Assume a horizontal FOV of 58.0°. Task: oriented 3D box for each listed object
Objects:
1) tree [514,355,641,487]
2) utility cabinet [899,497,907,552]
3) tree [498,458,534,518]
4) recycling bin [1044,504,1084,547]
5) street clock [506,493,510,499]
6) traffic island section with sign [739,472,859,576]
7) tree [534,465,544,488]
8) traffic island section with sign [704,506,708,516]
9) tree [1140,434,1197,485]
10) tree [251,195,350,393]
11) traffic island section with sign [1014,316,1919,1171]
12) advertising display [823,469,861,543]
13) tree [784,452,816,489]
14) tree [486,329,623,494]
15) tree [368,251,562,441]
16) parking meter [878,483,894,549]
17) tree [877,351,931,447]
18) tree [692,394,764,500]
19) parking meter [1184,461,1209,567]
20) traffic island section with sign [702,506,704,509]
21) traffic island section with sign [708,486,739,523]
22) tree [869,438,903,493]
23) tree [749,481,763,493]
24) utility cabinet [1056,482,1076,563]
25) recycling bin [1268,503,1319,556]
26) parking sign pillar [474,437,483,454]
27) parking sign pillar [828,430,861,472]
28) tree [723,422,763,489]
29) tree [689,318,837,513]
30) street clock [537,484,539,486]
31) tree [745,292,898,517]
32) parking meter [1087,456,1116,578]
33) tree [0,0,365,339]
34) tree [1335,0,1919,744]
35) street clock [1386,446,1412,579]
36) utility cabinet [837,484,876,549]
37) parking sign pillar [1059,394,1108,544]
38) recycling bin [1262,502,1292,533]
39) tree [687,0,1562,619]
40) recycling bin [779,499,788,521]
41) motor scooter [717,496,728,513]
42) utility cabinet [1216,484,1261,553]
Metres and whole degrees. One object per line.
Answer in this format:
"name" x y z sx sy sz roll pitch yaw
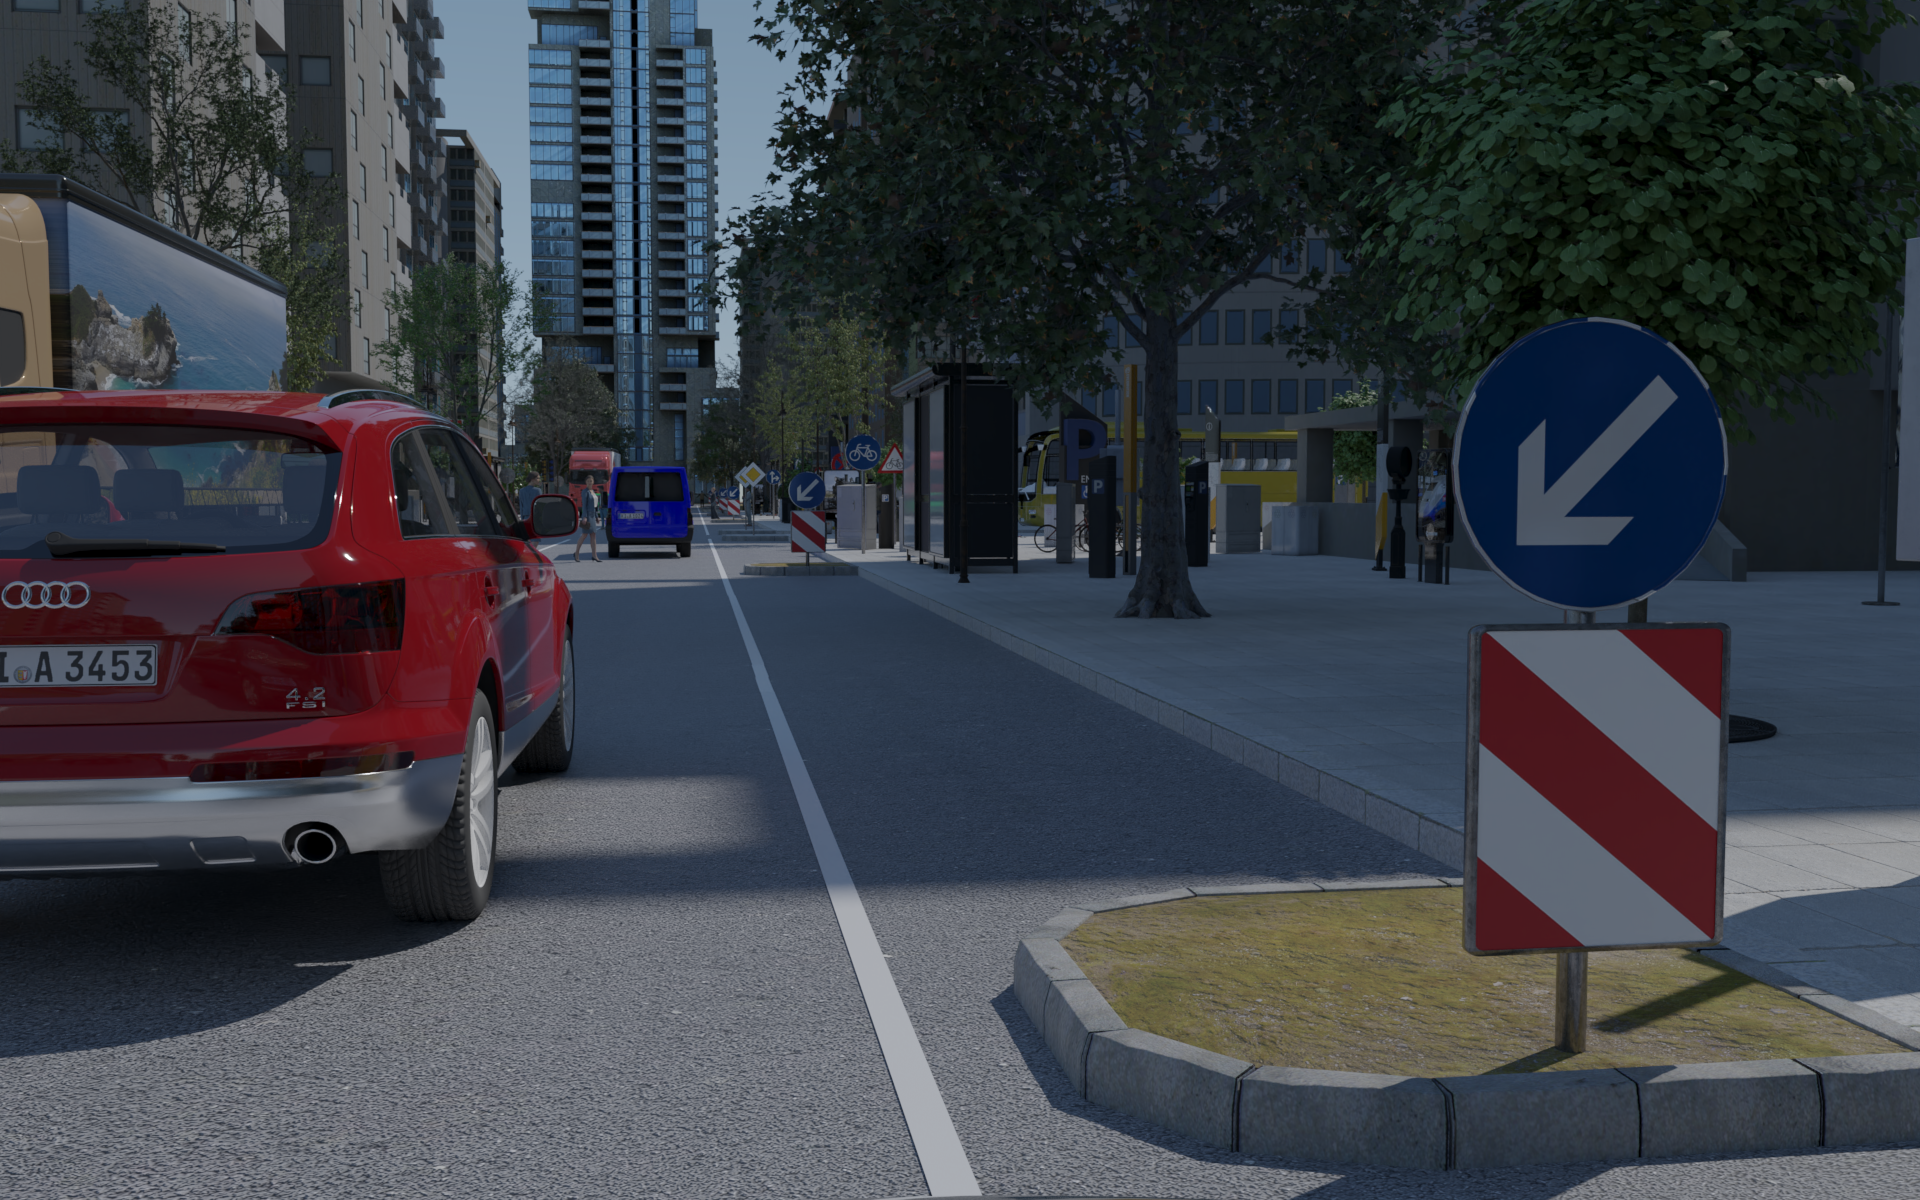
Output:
"tree" -31.558 -13.718 141.290 9.611 12.733 9.660 0 3 0
"utility cabinet" -0.926 -1.683 38.676 0.306 1.237 1.020 3 4 38
"tree" -24.101 -6.047 93.464 1.663 3.219 1.824 0 3 0
"recycling bin" 2.537 -1.814 42.214 0.722 1.027 0.722 3 5 42
"street clock" -28.517 -6.418 109.502 0.358 2.002 0.471 2 4 27
"traffic island section with sign" -2.907 -1.386 31.292 1.989 1.847 2.006 -1 4 -9
"tree" -24.407 -6.285 97.369 1.663 3.219 1.824 0 3 0
"traffic island section with sign" -15.596 -6.413 113.479 1.989 1.847 2.006 -1 4 -9
"tree" 5.677 -3.199 46.907 1.663 3.219 1.824 0 3 0
"tree" -16.871 -5.645 42.652 4.737 8.622 4.395 0 3 0
"traffic island section with sign" 1.202 0.243 4.650 1.989 1.847 2.006 -1 4 -9
"advertising display" -3.065 -2.429 44.935 0.974 1.923 0.123 0 4 4
"tree" -6.466 -4.773 72.645 1.663 3.219 1.824 0 3 0
"tree" -29.964 -13.339 128.457 12.009 13.543 11.850 0 3 0
"tree" -20.956 -9.019 73.215 9.928 11.665 9.643 0 3 0
"parking meter" -1.729 -1.972 40.655 0.372 1.533 0.369 0 3 0
"tree" -2.273 -8.292 85.942 4.360 8.622 3.978 0 3 0
"tree" -23.278 -15.310 176.078 9.928 11.665 9.643 0 3 0
"parking meter" 4.168 -1.518 30.535 0.399 1.863 0.255 -3 5 -39
"traffic island section with sign" -23.171 -9.416 162.574 1.989 1.847 2.006 -1 4 -9
"traffic island section with sign" -11.475 -4.784 86.839 1.989 1.847 2.006 -1 4 -9
"tree" -3.821 -7.168 100.915 4.285 4.588 4.351 0 3 0
"tree" -17.320 -9.184 144.757 1.663 3.219 1.824 0 3 0
"utility cabinet" 1.999 -1.456 32.492 0.318 1.500 1.173 0 4 7
"recycling bin" 7.025 -1.453 36.310 0.722 1.027 0.722 -3 5 -41
"parking sign pillar" -23.029 -5.671 81.185 1.447 3.967 1.447 -1 4 -13
"parking sign pillar" -4.711 -5.041 70.888 1.447 3.967 1.447 -1 4 -14
"tree" -20.808 -13.280 167.497 4.360 8.622 3.978 0 3 0
"tree" -13.584 -12.842 120.343 12.009 13.543 11.850 0 3 0
"street clock" -25.149 -5.988 102.469 0.471 2.002 0.358 0 4 -4
"tree" -3.378 -6.064 49.503 4.737 8.622 4.395 0 3 0
"parking meter" 2.166 -1.269 26.463 0.399 1.863 0.255 3 4 38
"tree" -14.995 -5.973 32.065 8.767 10.594 7.601 0 4 0
"tree" 3.646 -1.575 9.471 4.285 4.588 4.351 0 3 0
"street clock" 6.653 -1.328 26.281 0.358 2.002 0.471 3 4 38
"utility cabinet" -2.406 -1.922 40.107 0.318 1.500 1.173 -3 4 -38
"parking sign pillar" 3.256 -3.463 45.092 1.447 3.967 1.447 -1 4 -16
"recycling bin" 9.839 -2.511 53.602 0.722 1.027 0.722 3 5 41
"tree" 2.010 -6.168 17.853 9.611 12.733 9.660 0 3 0
"recycling bin" -8.168 -4.233 81.770 0.722 1.027 0.722 -1 4 -10
"motor scooter" -17.652 -7.099 128.839 0.815 1.314 1.986 0 4 -7
"utility cabinet" 6.023 -1.757 37.403 1.173 1.500 0.318 -3 5 -42
